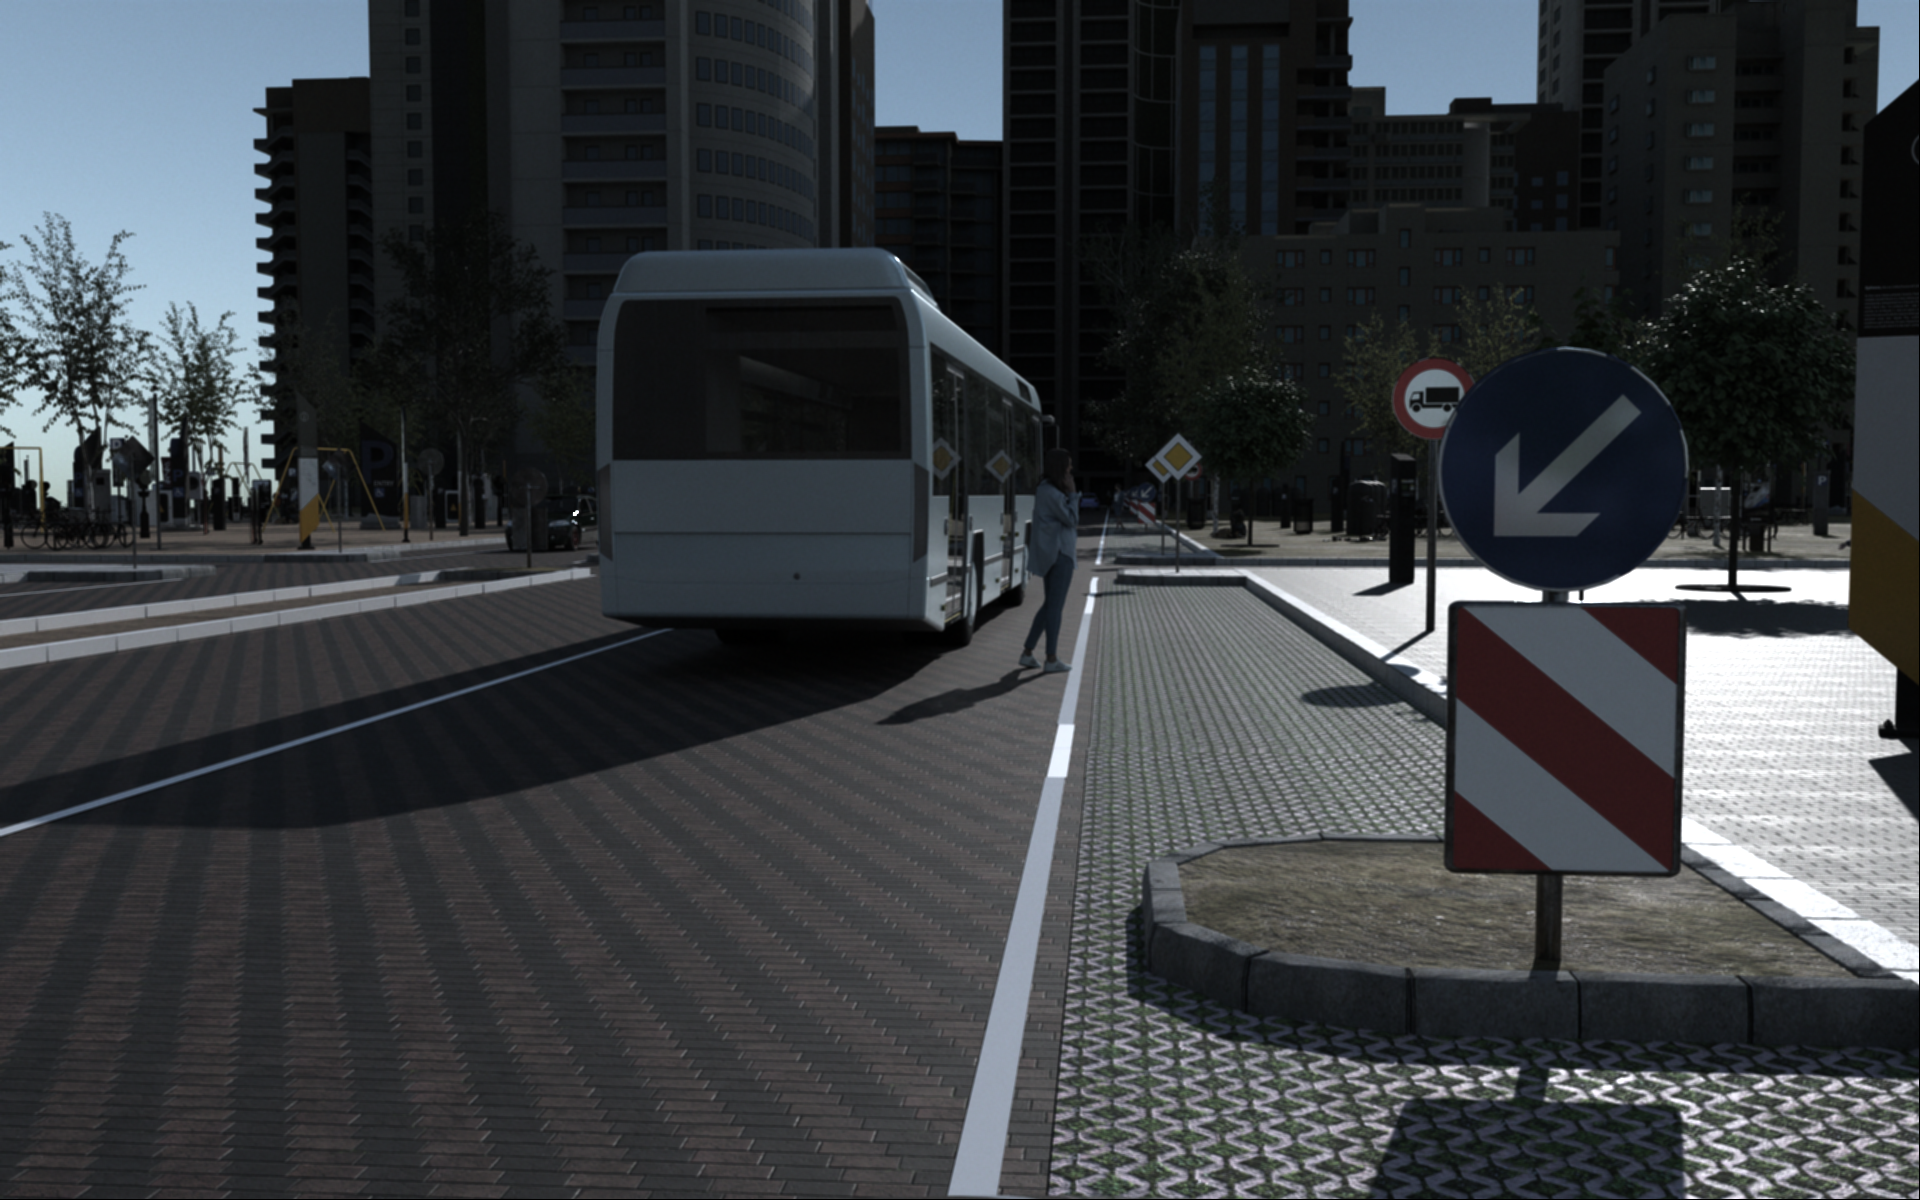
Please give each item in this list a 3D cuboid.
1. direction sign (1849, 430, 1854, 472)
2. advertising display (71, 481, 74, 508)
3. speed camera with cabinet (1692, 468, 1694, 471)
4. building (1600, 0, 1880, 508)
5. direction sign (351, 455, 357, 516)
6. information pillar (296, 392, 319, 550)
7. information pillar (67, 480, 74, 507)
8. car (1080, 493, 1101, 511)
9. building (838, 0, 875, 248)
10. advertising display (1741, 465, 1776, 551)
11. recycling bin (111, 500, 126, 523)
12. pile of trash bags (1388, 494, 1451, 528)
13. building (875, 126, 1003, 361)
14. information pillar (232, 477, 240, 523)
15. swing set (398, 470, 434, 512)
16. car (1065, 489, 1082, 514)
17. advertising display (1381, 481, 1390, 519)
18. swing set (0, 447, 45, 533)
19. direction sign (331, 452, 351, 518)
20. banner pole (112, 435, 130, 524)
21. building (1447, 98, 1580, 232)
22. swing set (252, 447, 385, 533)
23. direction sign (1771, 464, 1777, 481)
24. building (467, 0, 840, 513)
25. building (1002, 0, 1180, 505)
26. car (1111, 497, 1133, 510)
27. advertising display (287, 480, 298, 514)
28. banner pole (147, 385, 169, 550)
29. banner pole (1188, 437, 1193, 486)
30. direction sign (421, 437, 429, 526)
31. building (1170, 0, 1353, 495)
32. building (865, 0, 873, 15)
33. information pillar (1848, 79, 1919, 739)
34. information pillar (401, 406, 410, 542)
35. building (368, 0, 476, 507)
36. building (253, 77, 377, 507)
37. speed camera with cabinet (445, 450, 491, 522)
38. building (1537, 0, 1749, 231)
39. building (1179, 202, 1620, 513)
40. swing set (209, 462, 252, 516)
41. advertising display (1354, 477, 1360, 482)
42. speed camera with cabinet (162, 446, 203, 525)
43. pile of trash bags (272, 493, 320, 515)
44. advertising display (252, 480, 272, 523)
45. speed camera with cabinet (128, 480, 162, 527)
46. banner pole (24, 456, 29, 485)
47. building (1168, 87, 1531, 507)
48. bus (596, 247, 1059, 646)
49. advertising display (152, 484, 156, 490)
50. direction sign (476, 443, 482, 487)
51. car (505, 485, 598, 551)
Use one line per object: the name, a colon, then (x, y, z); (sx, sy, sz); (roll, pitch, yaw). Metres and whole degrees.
direction sign: (31.693, -4.208, 60.801); (0.876, 3.537, 0.379); (1, 4, 23)
advertising display: (-42.250, -4.756, 82.975); (0.974, 1.923, 0.123); (2, 4, 33)
speed camera with cabinet: (42.447, -6.542, 101.305); (0.660, 3.252, 2.038); (0, 4, 8)
building: (76.042, -33.332, 168.674); (21.600, 48.544, 21.300); (0, 4, 5)
direction sign: (-36.559, -6.831, 103.676); (0.379, 3.537, 0.876); (1, 4, 18)
information pillar: (-15.068, -2.975, 40.001); (0.183, 3.616, 0.504); (2, 4, 35)
information pillar: (-46.782, -5.302, 91.172); (0.304, 2.012, 0.304); (-3, 5, -42)
car: (11.346, -8.699, 151.812); (1.945, 1.707, 3.694); (0, 4, 7)
building: (-15.060, -30.461, 148.141); (14.600, 45.320, 14.200); (0, 4, 5)
advertising display: (18.070, -2.081, 39.233); (0.123, 1.923, 0.974); (-1, 4, -13)
recycling bin: (-38.015, -3.992, 77.830); (0.722, 1.027, 0.722); (0, 4, 6)
pile of trash bags: (16.881, -3.418, 65.630); (3.447, 1.369, 1.912); (-2, 4, -24)
building: (-8.714, -33.921, 209.237); (28.867, 44.769, 22.147); (0, 4, 5)
information pillar: (-31.797, -4.378, 76.069); (0.304, 2.012, 0.304); (-1, 4, -21)
swing set: (-35.965, -7.093, 113.598); (2.862, 2.851, 3.119); (0, 4, -6)
car: (7.629, -7.081, 124.451); (2.281, 1.827, 5.304); (0, 4, 3)
advertising display: (21.468, -5.061, 87.956); (0.974, 1.923, 0.123); (-3, 4, -38)
swing set: (-32.127, -3.652, 57.333); (3.119, 2.851, 2.862); (-2, 4, -26)
direction sign: (-33.582, -6.212, 93.569); (0.876, 3.537, 0.379); (1, 4, 21)
banner pole: (-35.535, -5.103, 73.456); (0.401, 3.779, 0.863); (3, 5, 41)
building: (61.577, -33.564, 198.884); (14.200, 45.320, 14.600); (0, 4, 5)
swing set: (-21.744, -3.751, 58.956); (2.862, 2.851, 3.119); (1, 4, 16)
direction sign: (48.002, -6.762, 102.562); (0.876, 3.537, 0.379); (-2, 4, -24)
building: (-21.445, -35.783, 127.048); (21.231, 58.520, 28.212); (0, 4, 5)
building: (15.845, -46.913, 205.287); (20.611, 71.187, 20.563); (0, 4, 5)
car: (14.205, -8.515, 151.806); (1.945, 1.354, 3.894); (0, 4, 5)
advertising display: (-31.527, -4.687, 81.853); (0.123, 1.923, 0.974); (0, 4, 0)
banner pole: (-18.600, -3.056, 39.986); (0.401, 3.779, 0.863); (-3, 5, -39)
banner pole: (9.116, -4.797, 68.447); (0.401, 3.779, 0.863); (1, 4, 21)
direction sign: (-21.462, -4.726, 69.266); (0.379, 3.537, 0.876); (-1, 4, -23)
building: (25.914, -30.659, 151.388); (14.600, 45.320, 14.200); (0, 4, 5)
building: (-21.131, -52.706, 174.415); (31.000, 86.520, 22.319); (0, 4, 5)
information pillar: (4.981, -1.085, 9.092); (0.504, 3.616, 0.183); (2, 4, 26)
information pillar: (-14.708, -3.337, 45.908); (0.183, 3.616, 0.504); (-1, 4, -22)
building: (-46.664, -45.313, 179.119); (20.611, 71.187, 20.563); (0, 4, 5)
building: (-64.446, -32.655, 184.027); (14.200, 45.320, 14.600); (0, 4, 5)
speed camera with cabinet: (-22.242, -5.129, 78.187); (2.038, 3.252, 0.660); (1, 4, 13)
building: (79.199, -46.579, 199.816); (20.611, 71.187, 20.563); (0, 4, 5)
building: (30.712, -17.392, 129.399); (27.650, 21.520, 28.899); (0, 4, 5)
swing set: (-35.953, -5.462, 86.926); (2.862, 2.851, 3.119); (0, 4, -4)
advertising display: (15.021, -3.690, 65.550); (0.123, 1.923, 0.974); (0, 4, 8)
speed camera with cabinet: (-32.262, -4.703, 71.232); (2.038, 3.252, 0.660); (-1, 4, -11)
pile of trash bags: (-41.718, -6.031, 108.359); (3.447, 1.369, 1.912); (2, 4, 27)
advertising display: (-31.278, -4.429, 77.630); (0.974, 1.923, 0.123); (1, 4, 20)
speed camera with cabinet: (-32.413, -4.546, 68.665); (0.660, 3.252, 2.038); (-3, 4, -39)
banner pole: (-60.475, -7.478, 112.284); (0.401, 3.779, 0.863); (-1, 4, -9)
building: (36.684, -29.249, 170.101); (32.217, 40.220, 23.993); (0, 4, 5)
bus: (-0.722, -1.514, 19.618); (2.948, 3.499, 13.247); (0, 4, 7)
advertising display: (-49.732, -6.270, 107.725); (0.974, 1.923, 0.123); (0, 4, 4)
direction sign: (-21.359, -5.194, 76.917); (0.379, 3.537, 0.876); (-2, 4, -29)
car: (-10.366, -2.141, 44.792); (2.009, 1.686, 4.222); (0, 4, 6)
